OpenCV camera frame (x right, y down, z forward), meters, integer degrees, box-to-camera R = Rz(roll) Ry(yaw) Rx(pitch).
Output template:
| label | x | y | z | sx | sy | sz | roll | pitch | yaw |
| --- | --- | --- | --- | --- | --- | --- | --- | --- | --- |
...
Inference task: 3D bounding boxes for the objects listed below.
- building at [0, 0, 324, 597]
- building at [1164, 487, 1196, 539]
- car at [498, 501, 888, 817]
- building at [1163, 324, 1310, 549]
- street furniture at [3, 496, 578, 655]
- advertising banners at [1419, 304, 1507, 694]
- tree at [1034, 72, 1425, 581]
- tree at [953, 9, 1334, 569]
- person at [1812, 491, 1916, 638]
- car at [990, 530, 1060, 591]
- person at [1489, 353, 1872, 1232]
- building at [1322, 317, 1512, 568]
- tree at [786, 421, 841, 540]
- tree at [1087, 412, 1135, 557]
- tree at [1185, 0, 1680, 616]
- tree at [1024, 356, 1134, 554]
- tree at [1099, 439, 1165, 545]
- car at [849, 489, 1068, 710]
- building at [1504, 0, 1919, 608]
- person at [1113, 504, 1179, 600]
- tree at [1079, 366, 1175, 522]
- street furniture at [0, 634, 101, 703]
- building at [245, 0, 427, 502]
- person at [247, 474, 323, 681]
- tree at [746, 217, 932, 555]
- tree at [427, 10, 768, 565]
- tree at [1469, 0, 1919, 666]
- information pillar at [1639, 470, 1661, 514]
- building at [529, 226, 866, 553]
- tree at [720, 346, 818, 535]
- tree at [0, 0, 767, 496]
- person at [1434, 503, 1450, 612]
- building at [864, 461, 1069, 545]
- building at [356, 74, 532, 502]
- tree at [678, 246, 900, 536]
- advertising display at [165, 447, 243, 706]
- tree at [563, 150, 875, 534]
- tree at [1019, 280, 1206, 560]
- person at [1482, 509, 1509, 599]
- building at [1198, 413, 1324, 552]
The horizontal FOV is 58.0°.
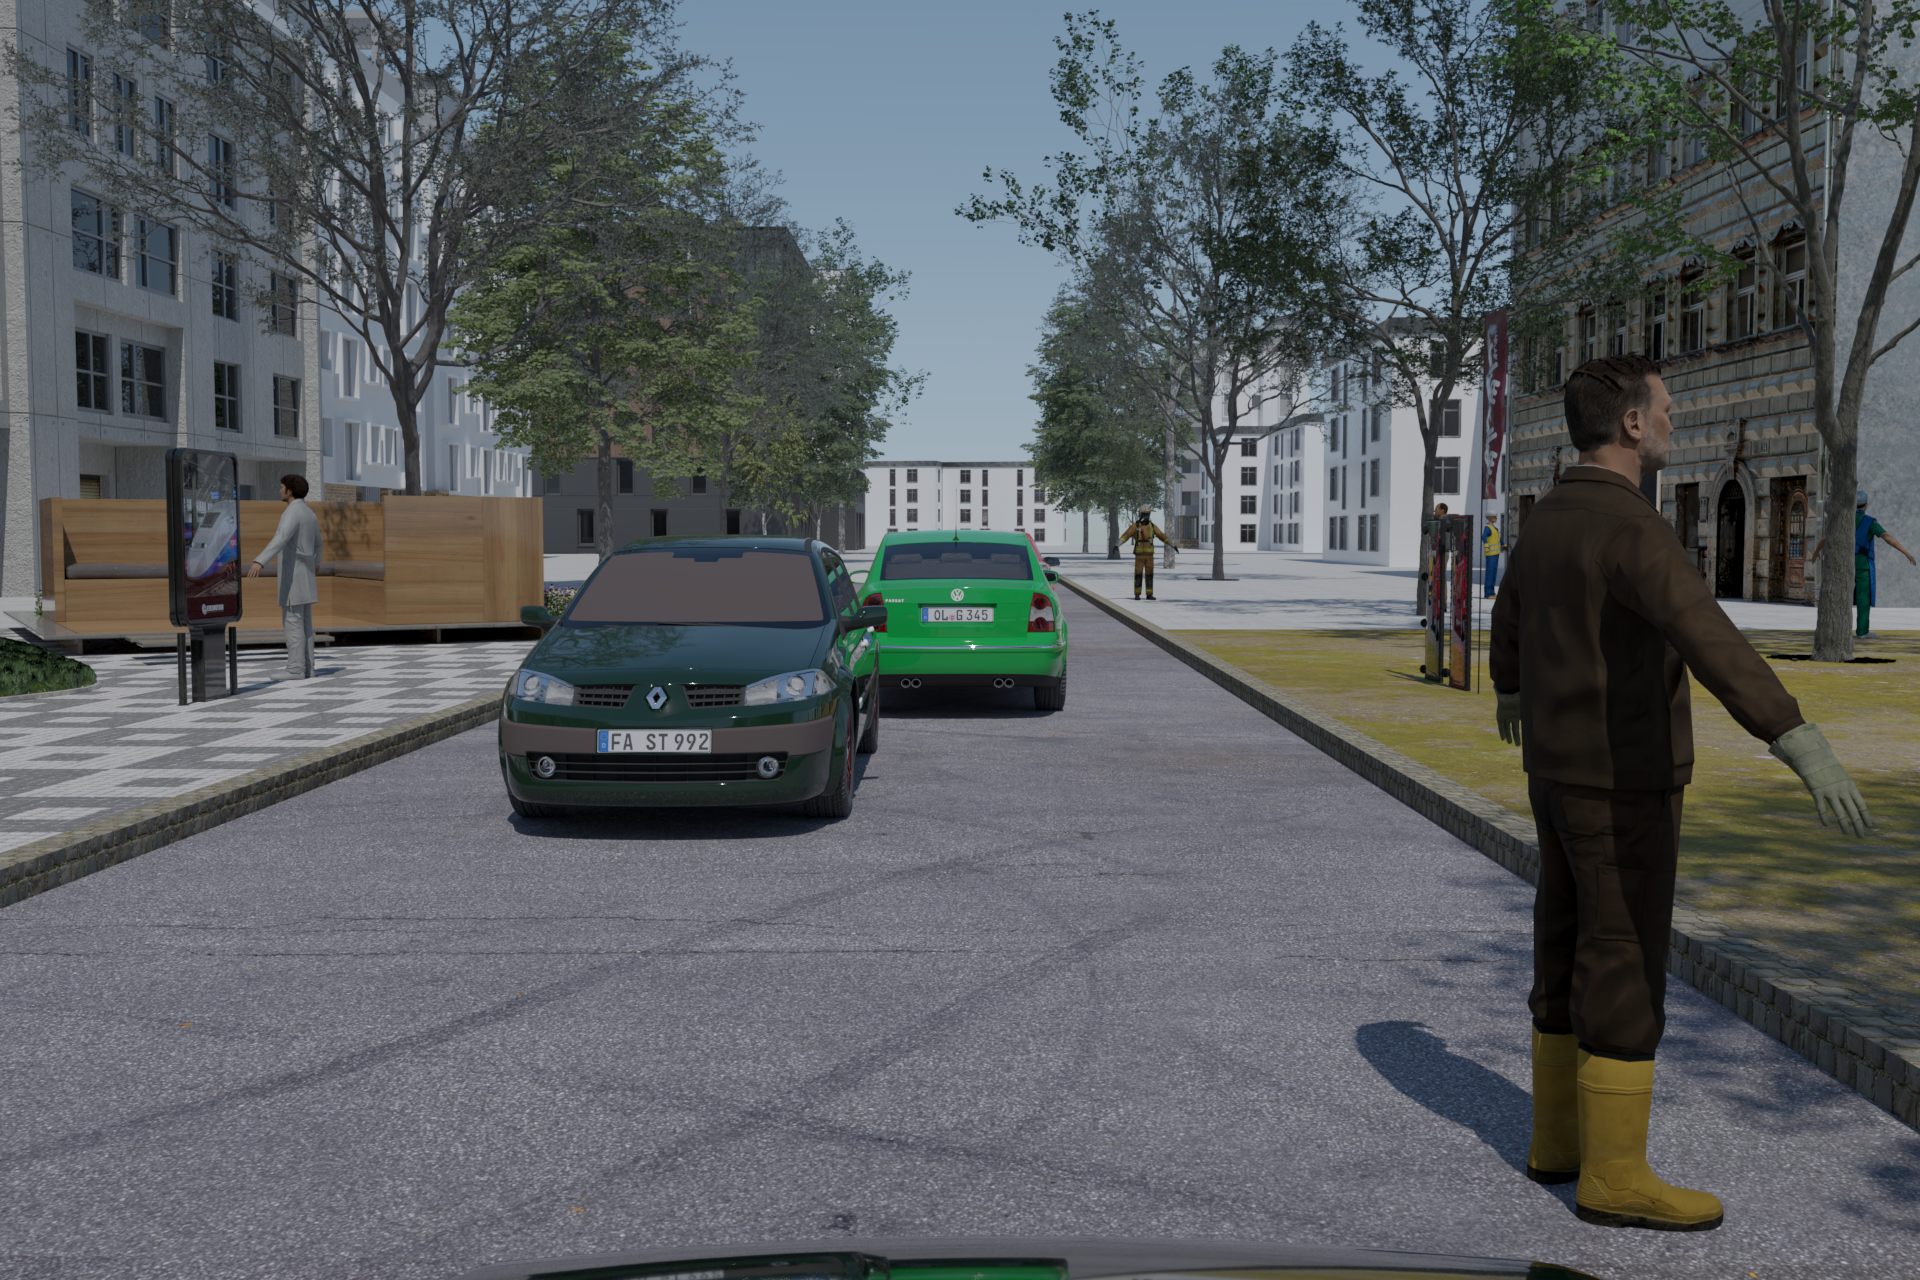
| label | x | y | z | sx | sy | sz | roll | pitch | yaw |
| --- | --- | --- | --- | --- | --- | --- | --- | --- | --- |
| building | -27.110 | -10.297 | 34.809 | 16.747 | 18.905 | 31.486 | 0 | 4 | 0 |
| building | 26.493 | -19.806 | 180.251 | 16.016 | 20.090 | 11.380 | 0 | 4 | 0 |
| car | -1.394 | -0.013 | 9.995 | 2.009 | 1.686 | 4.222 | 0 | 4 | 0 |
| building | 24.529 | -18.812 | 163.989 | 16.016 | 20.090 | 11.380 | 0 | 4 | 1 |
| street furniture | -7.739 | -1.007 | 23.326 | 9.812 | 1.723 | 11.010 | -2 | 4 | -32 |
| advertising banners | 4.147 | -1.108 | 14.310 | 0.090 | 3.025 | 2.074 | 0 | 4 | 0 |
| tree | 7.035 | -8.367 | 47.178 | 12.009 | 13.543 | 11.850 | 0 | 3 | 0 |
| tree | 6.477 | -12.738 | 64.149 | 12.611 | 20.169 | 13.585 | 0 | 3 | 0 |
| person | 11.116 | -0.935 | 21.422 | 0.704 | 1.817 | 1.347 | -2 | 4 | -30 |
| car | 0.354 | -0.929 | 24.222 | 2.155 | 1.783 | 4.494 | 0 | 3 | 0 |
| person | 1.411 | 0.299 | 3.704 | 0.704 | 1.812 | 1.346 | 0 | 4 | -8 |
| building | 21.163 | -7.648 | 67.187 | 9.099 | 9.664 | 28.070 | 0 | 4 | 1 |
| tree | -7.326 | -8.421 | 88.041 | 4.737 | 8.622 | 4.395 | 0 | 3 | 0 |
| tree | 8.398 | -9.028 | 97.973 | 4.360 | 8.622 | 3.978 | 0 | 3 | 0 |
| tree | 7.068 | -5.642 | 26.661 | 8.767 | 10.594 | 7.601 | 3 | 5 | 40 |
| tree | 7.682 | -11.726 | 109.850 | 7.486 | 12.596 | 7.792 | 0 | 3 | 0 |
| tree | 19.421 | -17.455 | 195.752 | 12.009 | 13.543 | 11.850 | 0 | 3 | 0 |
| car | -0.046 | -0.406 | 15.431 | 1.959 | 1.807 | 4.718 | 0 | 4 | -1 |
| building | 24.296 | -12.682 | 38.287 | 19.493 | 23.208 | 18.063 | 0 | 4 | 1 |
| person | 3.574 | -1.698 | 33.523 | 1.354 | 1.858 | 0.705 | -1 | 4 | -14 |
| tree | 7.892 | -7.614 | 74.844 | 4.360 | 8.622 | 3.978 | 0 | 3 | 0 |
| street furniture | -9.567 | 0.318 | 10.432 | 5.734 | 0.657 | 10.072 | 0 | 4 | 2 |
| building | -25.604 | -12.046 | 53.377 | 16.016 | 20.090 | 11.380 | 0 | 4 | 0 |
| person | -5.896 | -0.558 | 15.311 | 0.705 | 1.806 | 1.347 | 0 | 4 | 2 |
| tree | -8.097 | -15.314 | 106.270 | 12.611 | 20.169 | 13.585 | 0 | 3 | 0 |
| tree | -8.363 | -7.371 | 38.650 | 7.486 | 12.596 | 7.792 | 0 | 3 | 0 |
| tree | 8.741 | -5.579 | 16.974 | 9.928 | 11.665 | 9.643 | 0 | 3 | 0 |
| information pillar | 5.071 | -0.525 | 13.079 | 0.304 | 2.012 | 0.304 | 0 | 4 | -1 |
| building | -22.011 | -17.588 | 131.541 | 27.936 | 21.610 | 32.646 | 0 | 3 | 0 |
| tree | -7.498 | -7.106 | 66.553 | 4.737 | 8.622 | 4.395 | 0 | 3 | 0 |
| tree | -7.867 | -6.986 | 24.592 | 12.009 | 13.543 | 11.850 | 0 | 3 | 0 |
| person | 7.897 | -1.361 | 28.523 | 0.705 | 1.796 | 1.348 | 1 | 4 | 15 |
| building | -1.901 | -15.535 | 198.600 | 28.070 | 9.664 | 9.099 | 1 | 4 | 10 |
| building | -26.299 | -13.236 | 72.828 | 16.016 | 20.090 | 11.380 | 0 | 3 | 0 |
| tree | -7.435 | -10.398 | 76.660 | 9.857 | 13.997 | 8.962 | 0 | 3 | 0 |
| advertising display | -5.802 | -0.496 | 13.331 | 0.123 | 1.923 | 0.974 | 0 | 4 | 2 |
| tree | -7.628 | -8.884 | 55.626 | 12.009 | 13.543 | 11.850 | 0 | 3 | 0 |
| tree | 7.631 | -10.957 | 85.798 | 9.857 | 13.997 | 8.962 | 0 | 3 | 0 |
| person | 10.529 | -1.687 | 34.045 | 0.721 | 1.772 | 1.216 | 3 | 4 | 36 |
| building | 24.768 | -11.761 | 134.444 | 9.099 | 9.664 | 28.070 | 0 | 4 | 1 |
